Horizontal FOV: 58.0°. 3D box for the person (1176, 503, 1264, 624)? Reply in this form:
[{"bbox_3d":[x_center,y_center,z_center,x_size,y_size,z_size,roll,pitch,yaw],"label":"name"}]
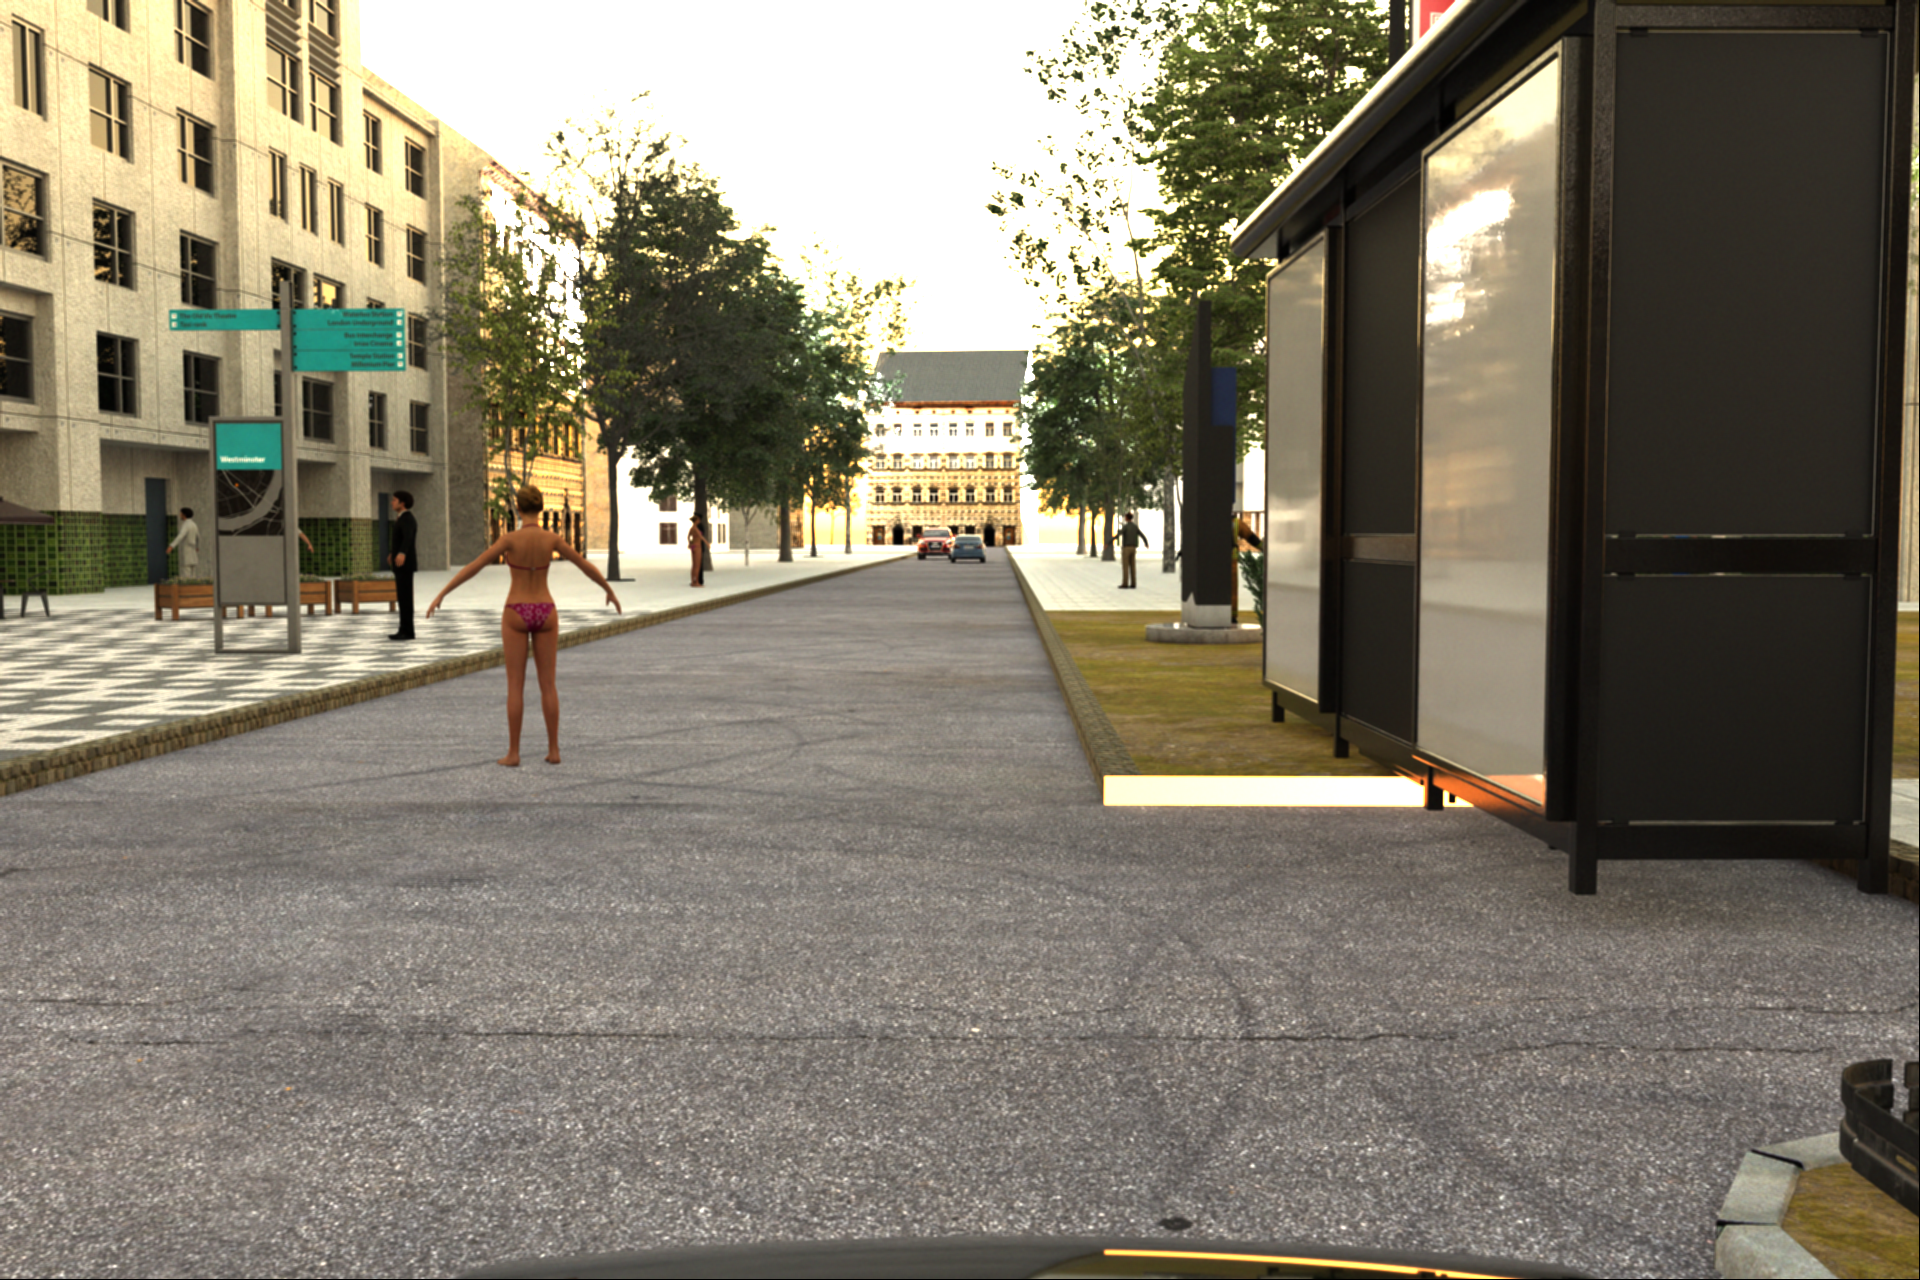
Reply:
[{"bbox_3d":[3.731,-1.144,24.466,1.354,1.858,0.705,0,4,2],"label":"person"}]

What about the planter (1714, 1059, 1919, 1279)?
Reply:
[{"bbox_3d":[2.459,1.111,2.971,1.991,0.319,1.994,0,4,1],"label":"planter"}]

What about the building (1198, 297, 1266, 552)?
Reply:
[{"bbox_3d":[23.585,-17.197,137.584,16.016,20.090,11.380,0,4,1],"label":"building"}]

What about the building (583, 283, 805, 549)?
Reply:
[{"bbox_3d":[-24.296,-19.817,154.940,19.493,23.208,18.063,0,4,2],"label":"building"}]

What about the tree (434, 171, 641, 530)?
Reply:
[{"bbox_3d":[-9.086,-5.254,36.258,4.737,8.622,4.395,0,3,0],"label":"tree"}]

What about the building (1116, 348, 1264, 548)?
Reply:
[{"bbox_3d":[25.063,-18.762,173.214,16.747,18.905,31.486,0,4,1],"label":"building"}]

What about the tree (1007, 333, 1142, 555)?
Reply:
[{"bbox_3d":[7.628,-12.275,107.345,9.857,13.997,8.962,0,3,0],"label":"tree"}]

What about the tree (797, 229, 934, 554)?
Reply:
[{"bbox_3d":[-8.501,-15.587,110.743,12.611,20.169,13.585,0,3,0],"label":"tree"}]

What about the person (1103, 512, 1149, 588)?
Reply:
[{"bbox_3d":[3.981,-2.122,40.965,1.348,1.796,0.705,-2,4,-33],"label":"person"}]

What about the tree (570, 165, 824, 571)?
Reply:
[{"bbox_3d":[-8.943,-9.387,60.128,9.857,13.997,8.962,0,3,0],"label":"tree"}]

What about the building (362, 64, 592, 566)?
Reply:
[{"bbox_3d":[-28.359,-15.148,78.606,19.493,23.208,18.063,0,4,0],"label":"building"}]

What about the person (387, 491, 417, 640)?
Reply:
[{"bbox_3d":[-6.803,-0.912,21.097,0.705,1.806,1.347,-1,4,-22],"label":"person"}]

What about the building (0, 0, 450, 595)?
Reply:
[{"bbox_3d":[-26.828,-10.912,44.873,16.747,18.905,31.486,0,4,2],"label":"building"}]

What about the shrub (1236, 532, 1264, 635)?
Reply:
[{"bbox_3d":[3.552,-0.756,16.787,1.690,2.028,1.600,0,3,0],"label":"shrub"}]

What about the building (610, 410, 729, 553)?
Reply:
[{"bbox_3d":[-21.995,-11.590,131.649,9.099,9.664,28.070,0,4,1],"label":"building"}]

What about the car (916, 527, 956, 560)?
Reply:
[{"bbox_3d":[-1.310,-5.500,98.599,2.281,1.827,5.304,0,4,2],"label":"car"}]

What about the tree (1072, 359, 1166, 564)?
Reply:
[{"bbox_3d":[6.890,-7.499,72.964,4.360,8.622,3.978,0,3,0],"label":"tree"}]

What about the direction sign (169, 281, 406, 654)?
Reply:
[{"bbox_3d":[-7.088,-1.846,18.952,2.525,3.948,1.411,0,4,2],"label":"direction sign"}]

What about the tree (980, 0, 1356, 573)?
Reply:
[{"bbox_3d":[6.656,-12.388,58.440,12.611,20.169,13.585,0,3,0],"label":"tree"}]

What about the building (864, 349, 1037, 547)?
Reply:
[{"bbox_3d":[-0.660,-22.768,205.644,18.063,23.208,19.493,0,4,8],"label":"building"}]

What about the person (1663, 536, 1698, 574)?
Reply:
[{"bbox_3d":[15.937,-1.965,38.258,1.347,1.817,0.704,-1,4,-22],"label":"person"}]

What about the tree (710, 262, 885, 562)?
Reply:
[{"bbox_3d":[-8.134,-10.588,79.764,9.857,13.997,8.962,0,3,0],"label":"tree"}]

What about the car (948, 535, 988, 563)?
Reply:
[{"bbox_3d":[0.403,-4.611,87.396,2.014,1.417,4.499,0,3,0],"label":"car"}]

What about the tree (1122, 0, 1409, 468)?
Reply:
[{"bbox_3d":[6.460,-6.939,31.578,7.486,12.596,7.792,0,3,0],"label":"tree"}]

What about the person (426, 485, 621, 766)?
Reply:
[{"bbox_3d":[-2.700,-0.095,10.817,1.217,1.733,0.721,-2,4,-28],"label":"person"}]

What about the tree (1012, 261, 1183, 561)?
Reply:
[{"bbox_3d":[7.173,-10.767,82.703,9.857,13.997,8.962,0,3,0],"label":"tree"}]

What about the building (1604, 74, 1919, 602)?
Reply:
[{"bbox_3d":[26.660,-11.076,47.554,16.747,18.905,31.486,0,4,2],"label":"building"}]

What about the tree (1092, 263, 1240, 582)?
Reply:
[{"bbox_3d":[5.861,-5.874,46.398,4.737,8.622,4.395,0,3,0],"label":"tree"}]

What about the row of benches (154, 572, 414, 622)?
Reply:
[{"bbox_3d":[-10.524,-0.705,26.991,1.422,0.672,4.104,3,5,41],"label":"row of benches"}]

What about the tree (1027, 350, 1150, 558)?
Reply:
[{"bbox_3d":[7.449,-10.357,95.099,9.928,11.665,9.643,0,3,0],"label":"tree"}]

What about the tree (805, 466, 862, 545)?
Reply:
[{"bbox_3d":[-14.897,-16.543,204.889,7.601,10.594,8.767,0,4,-1],"label":"tree"}]

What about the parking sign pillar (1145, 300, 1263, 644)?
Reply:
[{"bbox_3d":[2.952,-1.972,20.713,1.447,3.967,1.447,0,4,-1],"label":"parking sign pillar"}]

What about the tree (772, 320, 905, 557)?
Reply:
[{"bbox_3d":[-8.229,-11.380,96.430,12.009,13.543,11.850,0,3,0],"label":"tree"}]

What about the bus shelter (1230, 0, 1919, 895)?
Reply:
[{"bbox_3d":[2.941,-1.996,10.264,2.179,5.291,8.768,0,4,-1],"label":"bus shelter"}]

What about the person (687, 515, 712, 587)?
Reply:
[{"bbox_3d":[-6.320,-2.149,41.935,0.721,1.733,1.217,-2,4,-32],"label":"person"}]

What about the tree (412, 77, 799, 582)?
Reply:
[{"bbox_3d":[-9.389,-8.348,46.859,12.009,13.543,11.850,0,3,0],"label":"tree"}]

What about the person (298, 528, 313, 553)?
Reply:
[{"bbox_3d":[-13.609,-1.774,34.856,1.347,1.847,0.705,1,4,8],"label":"person"}]

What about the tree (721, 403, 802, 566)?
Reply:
[{"bbox_3d":[-8.650,-7.301,69.728,4.360,8.622,3.978,0,3,0],"label":"tree"}]

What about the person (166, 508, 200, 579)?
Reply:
[{"bbox_3d":[-15.443,-1.735,34.562,0.705,1.806,1.347,0,4,-1],"label":"person"}]

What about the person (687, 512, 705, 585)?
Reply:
[{"bbox_3d":[-6.617,-2.301,43.563,0.705,1.837,1.347,0,4,2],"label":"person"}]

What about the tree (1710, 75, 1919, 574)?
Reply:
[{"bbox_3d":[7.706,-4.136,17.983,4.360,8.622,3.978,0,3,0],"label":"tree"}]
